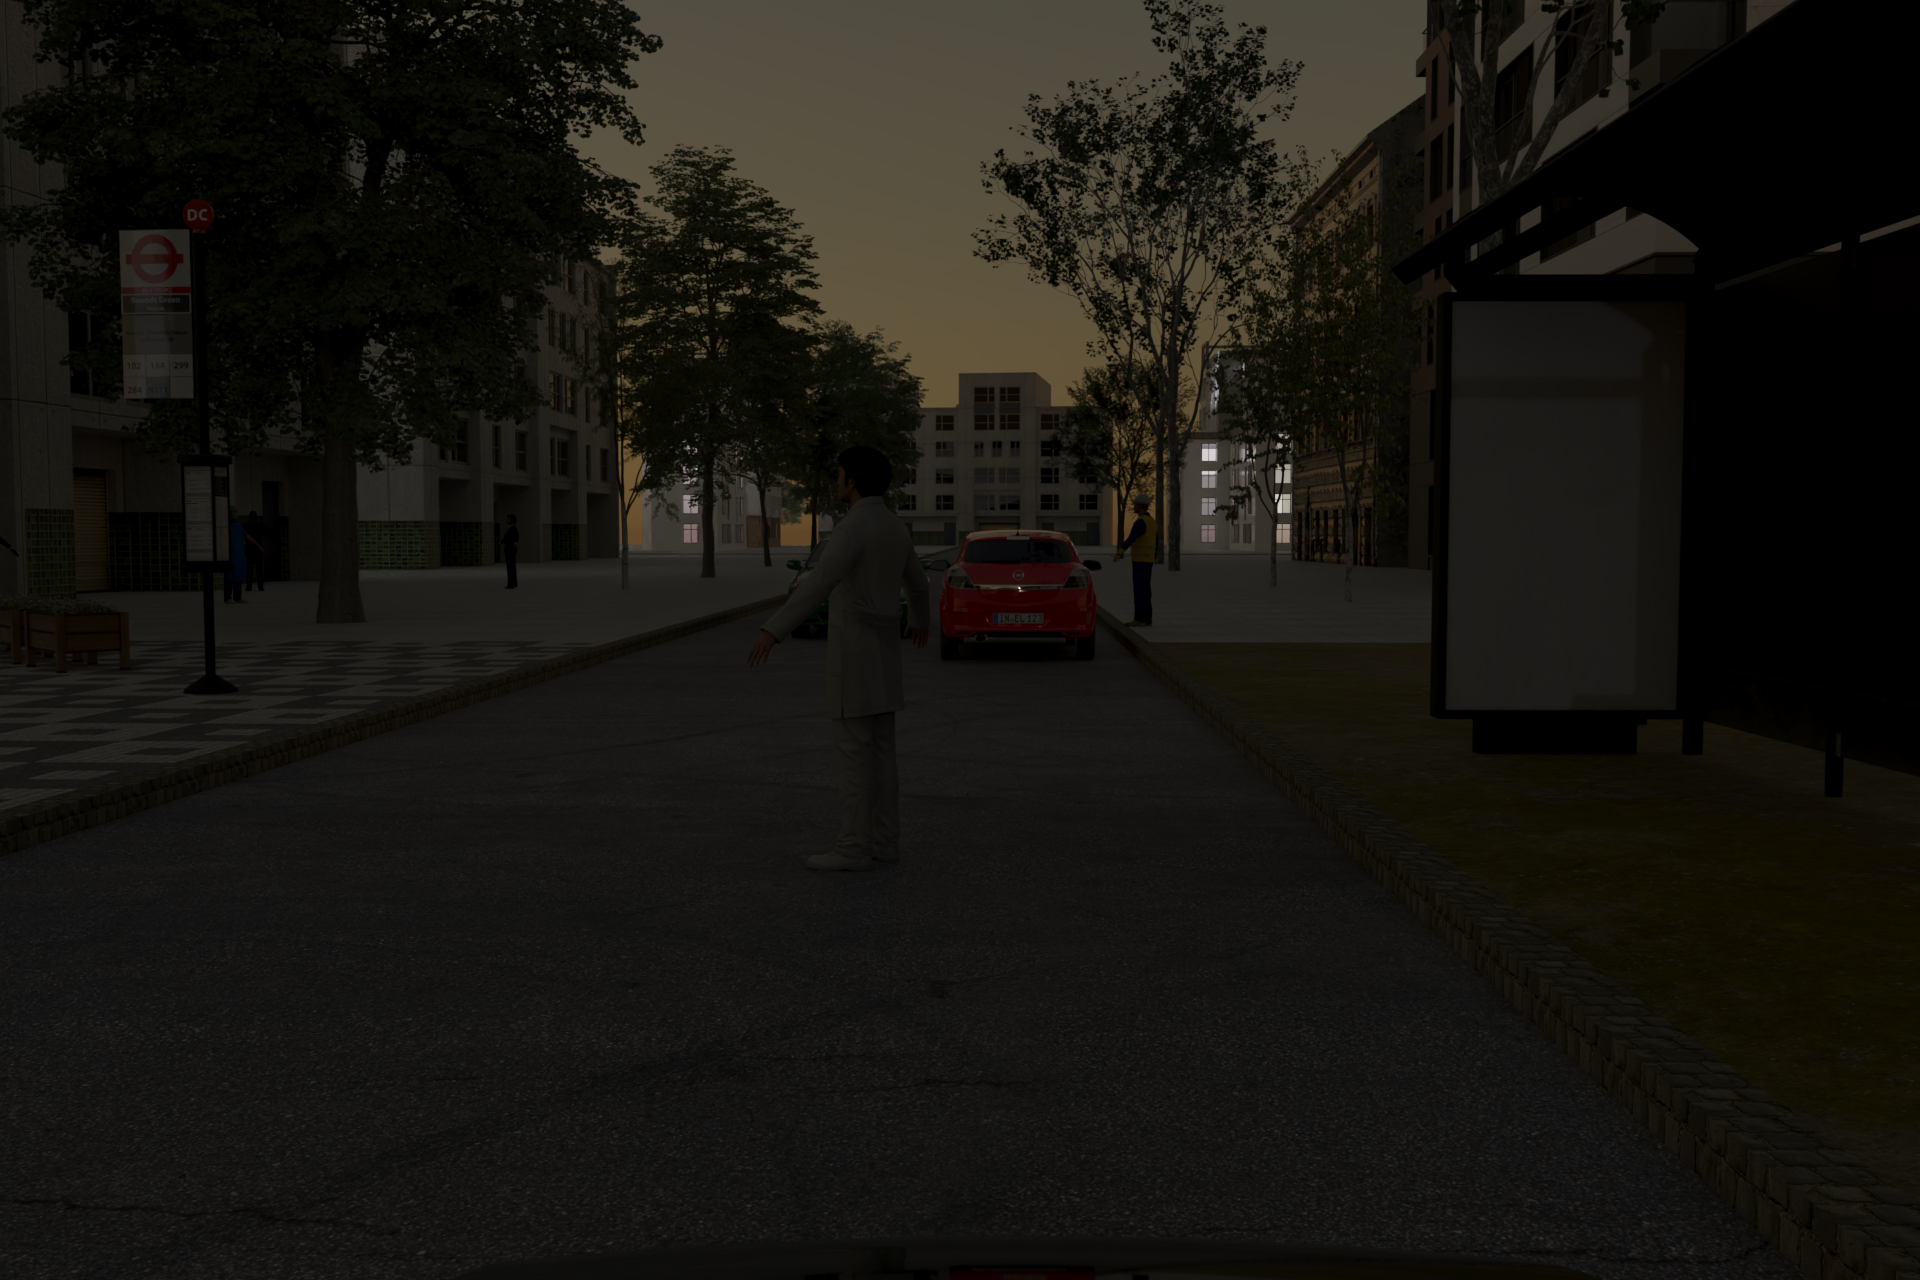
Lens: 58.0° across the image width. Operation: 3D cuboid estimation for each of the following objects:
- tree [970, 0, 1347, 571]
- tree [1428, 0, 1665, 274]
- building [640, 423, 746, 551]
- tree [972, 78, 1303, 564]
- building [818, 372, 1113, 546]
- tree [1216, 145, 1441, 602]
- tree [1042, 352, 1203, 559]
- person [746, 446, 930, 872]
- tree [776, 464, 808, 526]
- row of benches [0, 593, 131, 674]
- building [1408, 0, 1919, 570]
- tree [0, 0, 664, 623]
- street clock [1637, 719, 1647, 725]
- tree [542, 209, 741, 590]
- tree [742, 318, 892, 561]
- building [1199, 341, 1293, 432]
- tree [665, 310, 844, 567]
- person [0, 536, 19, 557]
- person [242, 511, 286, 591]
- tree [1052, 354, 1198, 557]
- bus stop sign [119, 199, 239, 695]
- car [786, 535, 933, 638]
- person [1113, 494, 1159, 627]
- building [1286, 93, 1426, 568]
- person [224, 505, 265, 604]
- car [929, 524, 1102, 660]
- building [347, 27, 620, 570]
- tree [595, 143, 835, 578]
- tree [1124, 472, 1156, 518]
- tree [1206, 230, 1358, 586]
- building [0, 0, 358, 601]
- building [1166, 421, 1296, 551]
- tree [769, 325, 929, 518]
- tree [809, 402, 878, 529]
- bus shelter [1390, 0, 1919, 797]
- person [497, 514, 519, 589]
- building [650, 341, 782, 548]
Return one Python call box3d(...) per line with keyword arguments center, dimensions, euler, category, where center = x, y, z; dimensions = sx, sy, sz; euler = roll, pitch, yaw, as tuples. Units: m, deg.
box3d(center=(6.606, -12.412, 58.818), dimensions=(12.611, 20.169, 13.585), euler=(0, 3, 0), category="tree")
box3d(center=(8.100, -10.128, 21.487), dimensions=(12.611, 20.169, 13.585), euler=(0, 3, 0), category="tree")
box3d(center=(-22.281, -12.404, 144.951), dimensions=(9.099, 9.664, 28.070), euler=(0, 4, 2), category="building")
box3d(center=(7.180, -13.317, 73.621), dimensions=(12.611, 20.169, 13.585), euler=(0, 3, 0), category="tree")
box3d(center=(1.117, -20.077, 197.168), dimensions=(31.486, 18.905, 16.747), euler=(1, 4, 9), category="building")
box3d(center=(7.167, -5.015, 32.352), dimensions=(4.737, 8.622, 4.395), euler=(0, 3, 0), category="tree")
box3d(center=(8.253, -9.453, 88.968), dimensions=(8.767, 10.594, 7.601), euler=(1, 4, 11), category="tree")
box3d(center=(-0.439, 0.071, 7.479), dimensions=(0.705, 1.806, 1.347), euler=(2, 4, 29), category="person")
box3d(center=(-21.170, -17.821, 198.021), dimensions=(9.857, 13.997, 8.962), euler=(0, 3, 0), category="tree")
box3d(center=(-9.342, -0.124, 17.485), dimensions=(1.422, 0.672, 4.104), euler=(-3, 5, -43), category="row of benches")
box3d(center=(26.861, -12.434, 47.269), dimensions=(27.936, 21.610, 32.646), euler=(0, 4, 1), category="building")
box3d(center=(-9.106, -7.226, 24.799), dimensions=(9.857, 13.997, 8.962), euler=(0, 3, 0), category="tree")
box3d(center=(4.525, -0.434, 11.665), dimensions=(0.358, 2.002, 0.471), euler=(0, 4, 2), category="street clock")
box3d(center=(-7.908, -5.465, 39.711), dimensions=(4.360, 8.622, 3.978), euler=(0, 3, 0), category="tree")
box3d(center=(-6.854, -9.595, 82.632), dimensions=(9.928, 11.665, 9.643), euler=(0, 3, 0), category="tree")
box3d(center=(28.731, -19.190, 170.184), dimensions=(16.016, 20.090, 11.380), euler=(0, 4, 1), category="building")
box3d(center=(-7.869, -8.195, 68.399), dimensions=(7.601, 10.594, 8.767), euler=(2, 4, 31), category="tree")
box3d(center=(-15.332, -1.268, 27.192), dimensions=(0.721, 1.772, 1.216), euler=(1, 4, 21), category="person")
box3d(center=(-15.896, -2.004, 38.992), dimensions=(1.346, 1.802, 0.704), euler=(-2, 4, -24), category="person")
box3d(center=(9.264, -10.562, 98.440), dimensions=(9.928, 11.665, 9.643), euler=(0, 3, 0), category="tree")
box3d(center=(-6.291, -1.543, 13.931), dimensions=(0.855, 3.939, 0.416), euler=(0, 4, 3), category="bus stop sign")
box3d(center=(-1.416, -0.837, 25.487), dimensions=(2.131, 1.459, 4.920), euler=(0, 4, 1), category="car")
box3d(center=(2.508, -1.110, 24.117), dimensions=(0.705, 1.833, 1.349), euler=(2, 4, 29), category="person")
box3d(center=(25.289, -14.903, 74.587), dimensions=(19.493, 23.208, 18.063), euler=(0, 4, 1), category="building")
box3d(center=(-13.361, -1.575, 31.885), dimensions=(0.704, 1.817, 1.347), euler=(1, 4, 20), category="person")
box3d(center=(0.685, -0.743, 21.188), dimensions=(2.155, 1.783, 4.494), euler=(0, 4, 1), category="car")
box3d(center=(-26.971, -12.863, 76.763), dimensions=(16.747, 18.905, 31.486), euler=(0, 4, 1), category="building")
box3d(center=(-7.242, -8.139, 51.196), dimensions=(7.486, 12.596, 7.792), euler=(0, 3, 0), category="tree")
box3d(center=(20.428, -14.920, 194.301), dimensions=(4.737, 8.622, 4.395), euler=(0, 3, 0), category="tree")
box3d(center=(7.806, -5.652, 42.769), dimensions=(4.737, 8.622, 4.395), euler=(0, 3, 0), category="tree")
box3d(center=(-25.477, -10.097, 31.547), dimensions=(16.747, 18.905, 31.486), euler=(0, 4, 2), category="building")
box3d(center=(22.847, -12.261, 142.611), dimensions=(9.099, 9.664, 28.070), euler=(0, 4, 1), category="building")
box3d(center=(-6.644, -12.170, 105.637), dimensions=(9.857, 13.997, 8.962), euler=(0, 3, 0), category="tree")
box3d(center=(-7.041, -8.837, 94.844), dimensions=(4.360, 8.622, 3.978), euler=(0, 3, 0), category="tree")
box3d(center=(3.516, -0.833, 7.551), dimensions=(2.014, 3.302, 5.546), euler=(0, 4, 1), category="bus shelter")
box3d(center=(-10.572, -2.066, 40.495), dimensions=(0.721, 1.740, 1.216), euler=(-2, 4, -33), category="person")
box3d(center=(-23.787, -18.931, 165.935), dimensions=(16.016, 20.090, 11.380), euler=(0, 4, 2), category="building")
